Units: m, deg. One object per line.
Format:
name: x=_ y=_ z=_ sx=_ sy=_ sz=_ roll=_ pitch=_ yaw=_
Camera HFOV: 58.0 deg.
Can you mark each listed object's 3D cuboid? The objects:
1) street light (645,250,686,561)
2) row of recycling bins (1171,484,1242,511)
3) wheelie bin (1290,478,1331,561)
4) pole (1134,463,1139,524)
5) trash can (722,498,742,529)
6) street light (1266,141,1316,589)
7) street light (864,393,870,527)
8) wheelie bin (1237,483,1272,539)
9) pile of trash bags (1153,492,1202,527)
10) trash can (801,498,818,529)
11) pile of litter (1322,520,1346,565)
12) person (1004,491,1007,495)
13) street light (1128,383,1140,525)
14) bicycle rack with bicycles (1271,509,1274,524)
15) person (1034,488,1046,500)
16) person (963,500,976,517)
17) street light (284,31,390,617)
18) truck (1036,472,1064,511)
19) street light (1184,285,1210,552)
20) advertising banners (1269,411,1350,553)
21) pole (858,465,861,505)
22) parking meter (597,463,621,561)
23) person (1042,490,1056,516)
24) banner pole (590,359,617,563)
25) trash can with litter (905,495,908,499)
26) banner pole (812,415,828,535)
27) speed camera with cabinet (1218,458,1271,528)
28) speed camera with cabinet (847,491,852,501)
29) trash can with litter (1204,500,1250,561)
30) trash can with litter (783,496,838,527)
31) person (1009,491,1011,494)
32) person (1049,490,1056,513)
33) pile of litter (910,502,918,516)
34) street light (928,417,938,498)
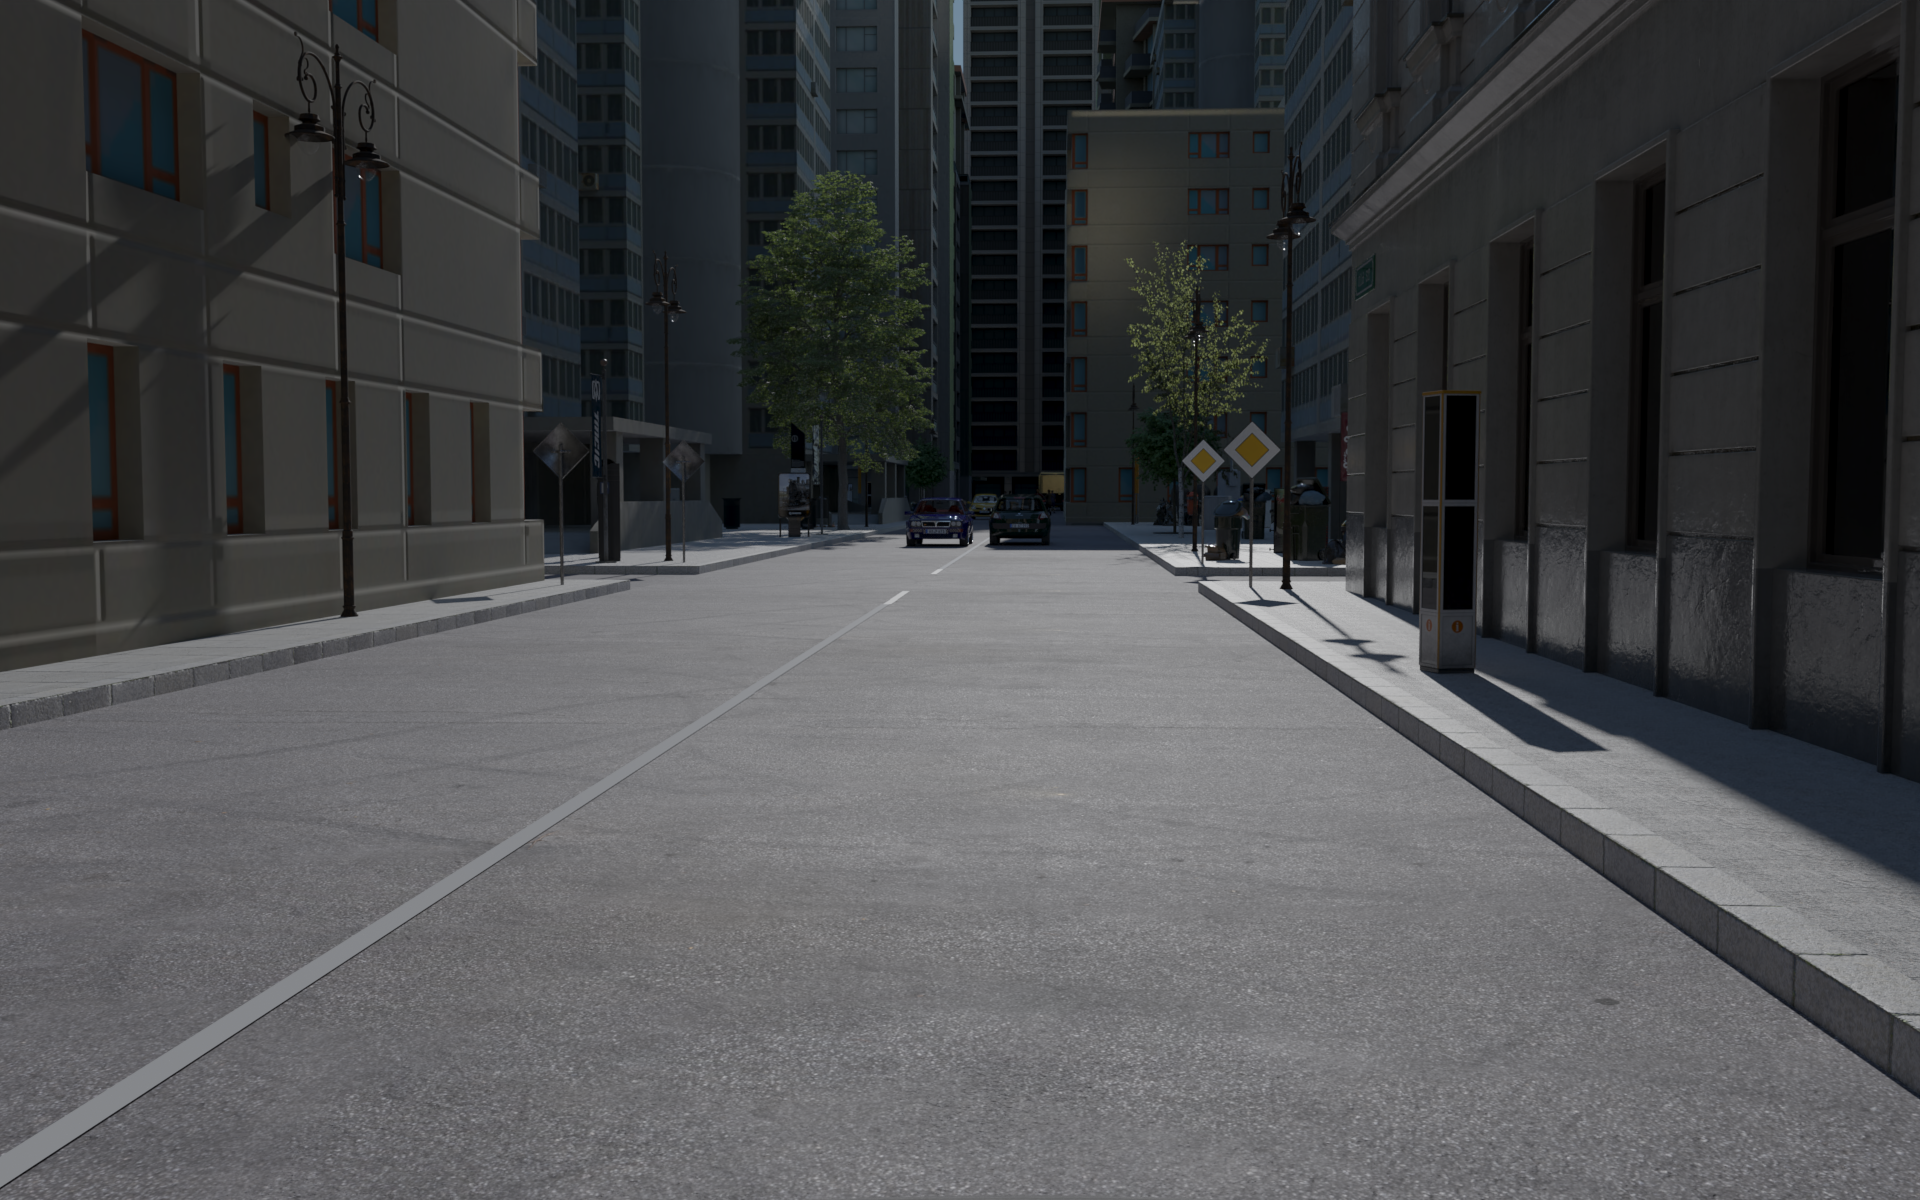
street light: x=-5.593 y=-3.687 z=33.064 sx=0.468 sy=5.910 sz=1.993 roll=0 pitch=4 yaw=3
row of recycling bins: x=10.540 y=-3.981 z=72.202 sx=3.534 sy=1.692 sz=1.069 roll=1 pitch=4 yaw=11
wheelie bin: x=6.711 y=-1.559 z=33.403 sx=0.693 sy=1.594 sz=0.980 roll=-2 pitch=4 yaw=-26
pole: x=7.674 y=-4.975 z=75.179 sx=0.158 sy=3.312 sz=0.155 roll=0 pitch=3 yaw=0
trash can: x=-8.364 y=-3.170 z=63.482 sx=0.748 sy=1.137 sz=0.748 roll=0 pitch=3 yaw=0
street light: x=4.406 y=-3.084 z=23.212 sx=0.468 sy=5.910 sz=1.993 roll=0 pitch=4 yaw=3
street light: x=-3.641 y=-5.782 z=67.317 sx=0.468 sy=5.910 sz=1.993 roll=0 pitch=4 yaw=3
wheelie bin: x=8.371 y=-2.523 z=49.157 sx=0.980 sy=1.594 sz=0.693 roll=0 pitch=4 yaw=3
pile of trash bags: x=9.008 y=-3.668 z=69.719 sx=1.912 sy=1.369 sz=3.447 roll=0 pitch=4 yaw=-7
trash can: x=-5.543 y=-3.147 z=63.099 sx=0.748 sy=1.137 sz=0.748 roll=0 pitch=3 yaw=0
pile of litter: x=7.425 y=-1.099 z=31.928 sx=1.719 sy=0.858 sz=1.176 roll=-1 pitch=4 yaw=-10
person: x=4.418 y=-9.820 z=169.767 sx=1.217 sy=1.736 sz=0.721 roll=2 pitch=4 yaw=29
street light: x=7.227 y=-6.083 z=72.244 sx=0.468 sy=5.910 sz=1.993 roll=0 pitch=4 yaw=3
bicycle rack with bicycles: x=12.823 y=-3.789 z=75.325 sx=2.852 sy=0.926 sz=2.925 roll=-2 pitch=4 yaw=-29
person: x=5.480 y=-6.953 z=122.141 sx=1.348 sy=1.831 sz=0.705 roll=1 pitch=4 yaw=19
person: x=0.164 y=-3.948 z=78.542 sx=0.738 sy=1.151 sz=1.012 roll=-2 pitch=4 yaw=-32
street light: x=-6.398 y=-2.763 z=17.967 sx=0.468 sy=5.910 sz=1.993 roll=0 pitch=4 yaw=3
truck: x=8.188 y=-9.410 z=149.779 sx=3.469 sy=3.379 sz=9.791 roll=0 pitch=4 yaw=4
street light: x=5.245 y=-4.021 z=38.523 sx=0.468 sy=5.910 sz=1.993 roll=0 pitch=4 yaw=3
advertising banners: x=7.634 y=-2.501 z=37.079 sx=2.074 sy=3.025 sz=0.090 roll=2 pitch=4 yaw=31
pole: x=-5.618 y=-6.309 z=96.999 sx=0.158 sy=3.312 sz=0.155 roll=0 pitch=3 yaw=0
parking meter: x=-6.697 y=-1.670 z=33.017 sx=0.399 sy=1.863 sz=0.255 roll=2 pitch=4 yaw=29
person: x=5.857 y=-6.470 z=115.006 sx=1.217 sy=1.735 sz=0.721 roll=-2 pitch=4 yaw=-27
banner pole: x=-6.645 y=-2.567 z=31.992 sx=0.401 sy=3.779 sz=0.863 roll=1 pitch=4 yaw=10
trash can with litter: x=-3.047 y=-5.729 z=104.721 sx=2.233 sy=1.210 sz=1.678 roll=1 pitch=4 yaw=20
banner pole: x=-4.490 y=-3.968 z=54.891 sx=0.401 sy=3.779 sz=0.863 roll=-2 pitch=4 yaw=-32
speed camera with cabinet: x=10.721 y=-4.338 z=65.258 sx=2.038 sy=3.252 sz=0.660 roll=-1 pitch=4 yaw=-23
speed camera with cabinet: x=-6.826 y=-6.019 z=92.745 sx=2.038 sy=3.252 sz=0.660 roll=0 pitch=4 yaw=5
trash can with litter: x=5.168 y=-1.364 z=33.696 sx=0.624 sy=1.170 sz=1.055 roll=2 pitch=4 yaw=31
trash can with litter: x=-5.689 y=-3.419 z=66.961 sx=2.233 sy=1.210 sz=1.678 roll=0 pitch=4 yaw=6
person: x=4.415 y=-8.630 z=150.279 sx=0.721 sy=1.739 sz=1.217 roll=-3 pitch=5 yaw=-43
person: x=6.895 y=-7.333 z=129.307 sx=0.541 sy=1.710 sz=0.530 roll=1 pitch=4 yaw=16
pile of litter: x=-2.395 y=-5.231 z=99.493 sx=1.719 sy=0.858 sz=1.176 roll=-3 pitch=5 yaw=-43
street light: x=-1.602 y=-7.910 z=102.124 sx=0.468 sy=5.910 sz=1.993 roll=0 pitch=4 yaw=3
